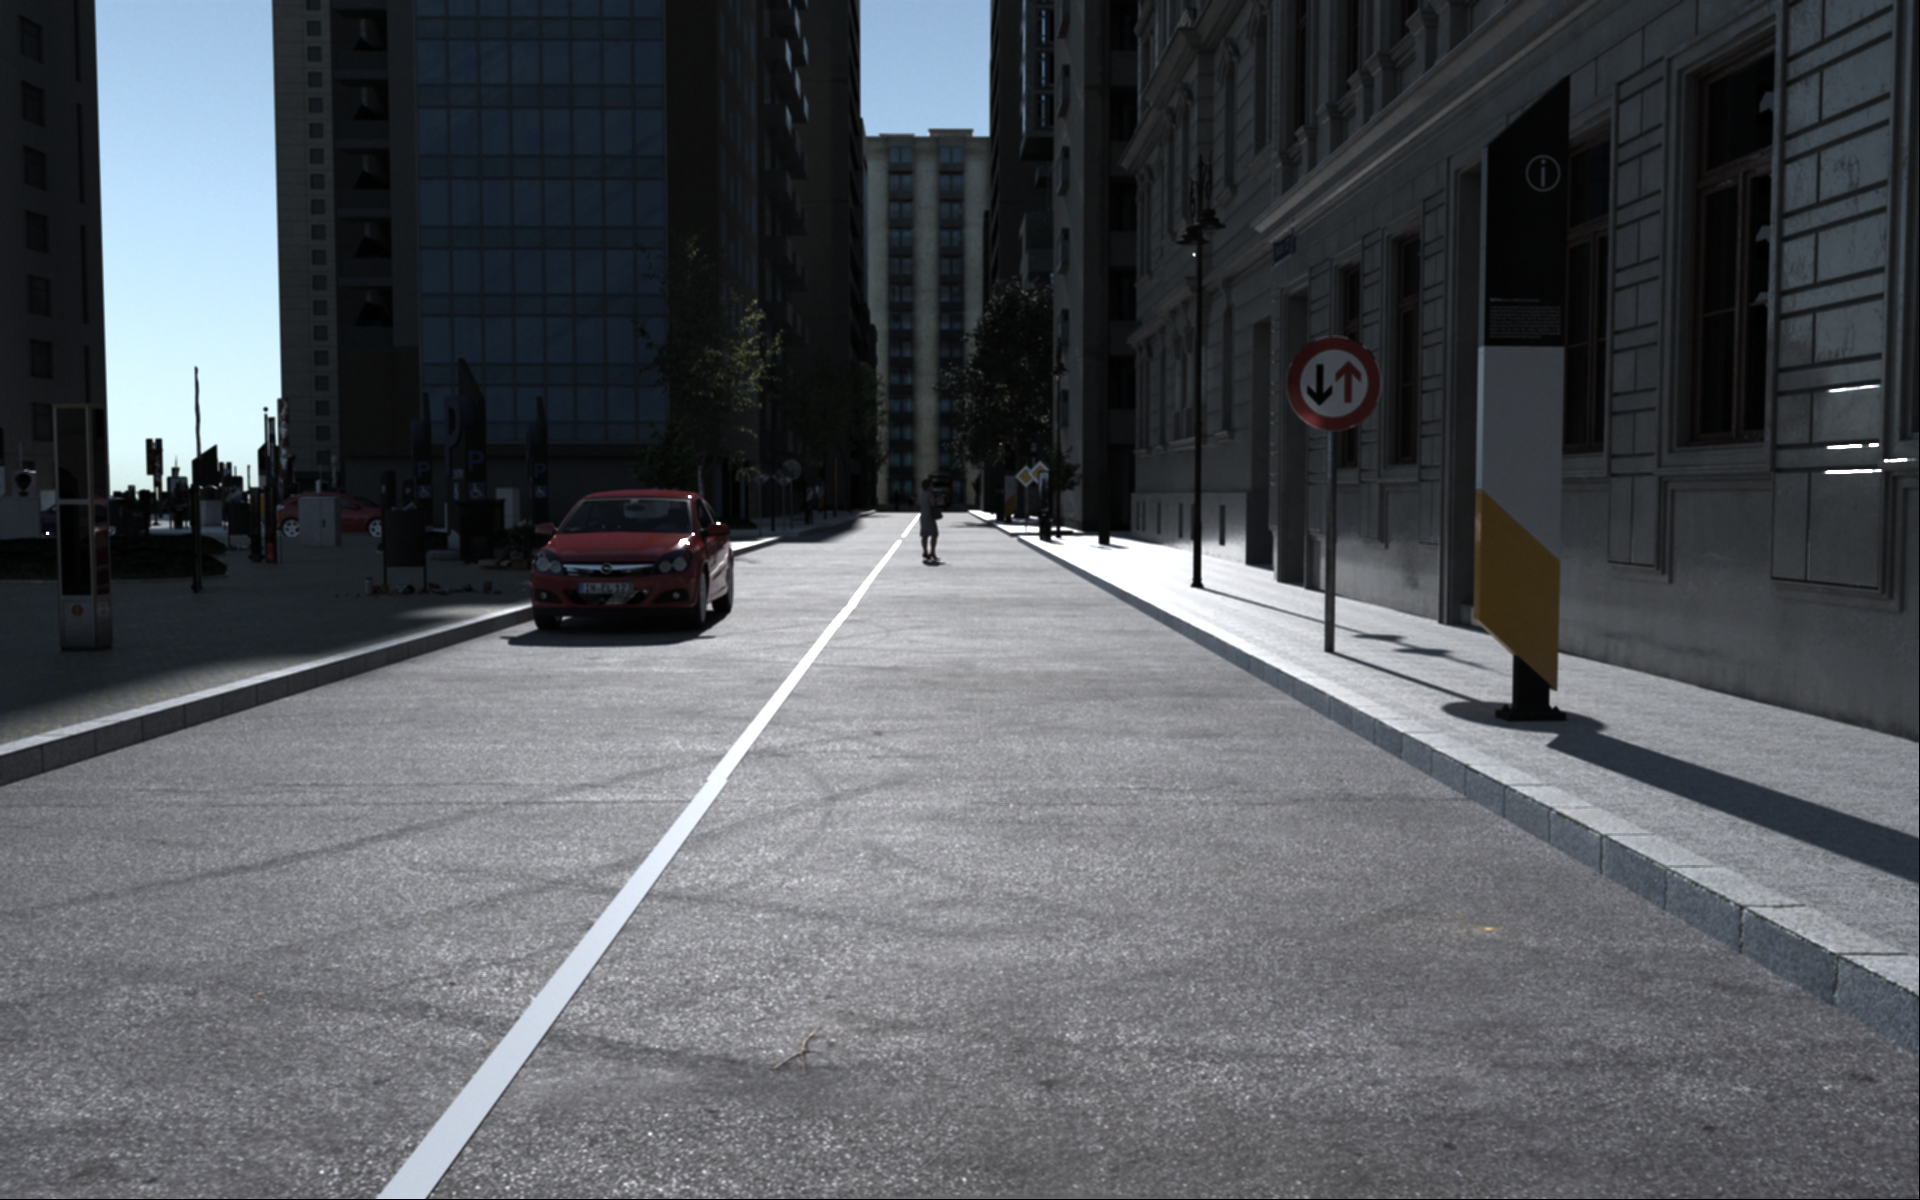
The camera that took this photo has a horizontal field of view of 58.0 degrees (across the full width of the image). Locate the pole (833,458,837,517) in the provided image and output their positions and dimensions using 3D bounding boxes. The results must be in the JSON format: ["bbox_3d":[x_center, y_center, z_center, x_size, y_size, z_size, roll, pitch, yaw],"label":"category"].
[{"bbox_3d":[-7.046,-6.348,97.640,0.158,3.312,0.155,0,3,0],"label":"pole"}]

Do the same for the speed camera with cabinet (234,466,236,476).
[{"bbox_3d":[-51.806,-7.811,122.048,2.038,3.252,0.660,0,4,-4],"label":"speed camera with cabinet"}]

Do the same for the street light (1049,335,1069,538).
[{"bbox_3d":[2.874,-4.750,50.458,0.468,5.910,1.993,0,4,-1],"label":"street light"}]

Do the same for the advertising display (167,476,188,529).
[{"bbox_3d":[-28.885,-3.593,63.961,0.123,1.923,0.974,1,4,14],"label":"advertising display"}]

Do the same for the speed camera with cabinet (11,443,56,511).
[{"bbox_3d":[-35.365,-4.427,66.725,2.038,3.252,0.660,0,4,-1],"label":"speed camera with cabinet"}]

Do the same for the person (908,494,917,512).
[{"bbox_3d":[-3.731,-7.704,137.642,0.799,1.438,0.628,0,4,8],"label":"person"}]

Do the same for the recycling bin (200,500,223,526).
[{"bbox_3d":[-30.239,-3.504,69.847,0.722,1.027,0.722,-3,5,-44],"label":"recycling bin"}]

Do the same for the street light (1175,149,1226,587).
[{"bbox_3d":[3.271,-3.115,23.718,0.468,5.910,1.993,0,4,-1],"label":"street light"}]

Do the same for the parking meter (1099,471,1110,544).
[{"bbox_3d":[3.696,-2.362,44.336,0.255,1.863,0.399,1,4,11],"label":"parking meter"}]

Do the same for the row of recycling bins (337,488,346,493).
[{"bbox_3d":[-39.374,-6.361,111.122,1.069,1.692,3.534,-1,4,-11],"label":"row of recycling bins"}]

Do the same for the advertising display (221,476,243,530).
[{"bbox_3d":[-26.027,-3.472,61.982,0.123,1.923,0.974,1,4,17],"label":"advertising display"}]

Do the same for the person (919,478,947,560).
[{"bbox_3d":[-0.564,-1.762,37.660,0.532,1.782,0.716,-2,4,-30],"label":"person"}]

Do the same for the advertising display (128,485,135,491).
[{"bbox_3d":[-60.396,-7.408,126.328,0.123,1.923,0.974,0,4,-4],"label":"advertising display"}]

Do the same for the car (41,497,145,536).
[{"bbox_3d":[-28.509,-2.657,56.016,3.894,1.354,1.945,0,4,-2],"label":"car"}]

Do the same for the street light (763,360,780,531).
[{"bbox_3d":[-6.481,-5.324,59.842,0.468,5.910,1.993,0,4,-1],"label":"street light"}]

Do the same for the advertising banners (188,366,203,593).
[{"bbox_3d":[-10.255,-1.656,23.256,0.090,3.025,2.074,-1,4,-20],"label":"advertising banners"}]

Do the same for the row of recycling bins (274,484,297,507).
[{"bbox_3d":[-28.038,-3.957,71.815,1.069,1.692,3.534,-1,4,-17],"label":"row of recycling bins"}]

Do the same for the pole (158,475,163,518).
[{"bbox_3d":[-42.988,-6.068,93.047,0.158,3.312,0.155,0,3,0],"label":"pole"}]

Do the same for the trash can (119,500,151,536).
[{"bbox_3d":[-20.935,-1.978,43.988,0.748,1.137,0.748,0,3,0],"label":"trash can"}]

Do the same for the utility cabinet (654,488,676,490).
[{"bbox_3d":[-10.235,-3.155,60.266,1.173,1.500,0.318,3,5,40],"label":"utility cabinet"}]

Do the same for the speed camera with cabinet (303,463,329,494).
[{"bbox_3d":[-41.614,-7.159,111.385,0.660,3.252,2.038,3,5,40],"label":"speed camera with cabinet"}]

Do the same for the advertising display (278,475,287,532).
[{"bbox_3d":[-22.997,-3.278,58.813,0.123,1.923,0.974,-2,4,-31],"label":"advertising display"}]

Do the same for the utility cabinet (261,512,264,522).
[{"bbox_3d":[-32.042,-4.191,79.689,0.306,1.237,1.020,2,4,30],"label":"utility cabinet"}]

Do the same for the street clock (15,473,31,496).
[{"bbox_3d":[-32.470,-3.395,60.075,0.471,2.002,0.358,-2,4,-34],"label":"street clock"}]

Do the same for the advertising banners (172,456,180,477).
[{"bbox_3d":[-35.247,-5.007,78.055,0.090,3.025,2.074,-2,4,-27],"label":"advertising banners"}]

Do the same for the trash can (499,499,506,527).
[{"bbox_3d":[-13.864,-2.438,51.518,0.748,1.137,0.748,0,3,0],"label":"trash can"}]

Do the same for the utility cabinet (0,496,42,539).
[{"bbox_3d":[-24.604,-2.086,45.271,1.020,1.237,0.306,-1,4,-23],"label":"utility cabinet"}]

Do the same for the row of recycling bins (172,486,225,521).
[{"bbox_3d":[-36.928,-4.728,84.420,3.534,1.692,1.069,1,4,20],"label":"row of recycling bins"}]

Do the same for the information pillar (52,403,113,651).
[{"bbox_3d":[-7.194,-0.594,14.210,0.304,2.012,0.304,0,4,-2],"label":"information pillar"}]

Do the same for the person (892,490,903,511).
[{"bbox_3d":[-5.406,-8.585,148.879,0.705,1.822,1.348,3,5,41],"label":"person"}]

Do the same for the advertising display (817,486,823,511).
[{"bbox_3d":[-10.645,-7.756,132.029,0.974,1.923,0.123,3,5,39],"label":"advertising display"}]

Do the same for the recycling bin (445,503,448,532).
[{"bbox_3d":[-14.147,-2.221,48.861,0.722,1.027,0.722,-1,4,-16],"label":"recycling bin"}]

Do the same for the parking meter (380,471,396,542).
[{"bbox_3d":[-14.341,-2.309,43.459,0.255,1.863,0.399,-3,5,-44],"label":"parking meter"}]

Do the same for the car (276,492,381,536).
[{"bbox_3d":[-19.758,-2.860,55.799,4.494,1.783,2.155,0,4,1],"label":"car"}]

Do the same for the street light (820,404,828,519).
[{"bbox_3d":[-6.863,-7.047,88.004,0.468,5.910,1.993,0,4,-1],"label":"street light"}]

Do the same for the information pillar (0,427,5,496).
[{"bbox_3d":[-28.616,-3.670,51.362,0.183,3.616,0.504,3,5,44],"label":"information pillar"}]

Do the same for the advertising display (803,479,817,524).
[{"bbox_3d":[-6.417,-4.173,73.439,0.123,1.923,0.974,1,4,16],"label":"advertising display"}]

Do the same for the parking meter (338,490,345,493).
[{"bbox_3d":[-35.299,-5.535,98.905,0.372,1.533,0.369,0,3,0],"label":"parking meter"}]

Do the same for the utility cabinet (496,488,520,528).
[{"bbox_3d":[-16.514,-3.343,63.332,0.318,1.500,1.173,-3,5,-45],"label":"utility cabinet"}]

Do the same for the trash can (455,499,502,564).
[{"bbox_3d":[-8.879,-1.233,31.806,0.748,1.137,0.748,0,3,0],"label":"trash can"}]

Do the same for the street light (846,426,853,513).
[{"bbox_3d":[-7.302,-8.725,115.446,0.468,5.910,1.993,0,4,-1],"label":"street light"}]

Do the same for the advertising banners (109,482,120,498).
[{"bbox_3d":[-48.614,-6.346,99.947,0.090,3.025,2.074,2,4,28],"label":"advertising banners"}]

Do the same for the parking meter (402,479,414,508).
[{"bbox_3d":[-20.286,-3.547,63.708,0.399,1.863,0.255,-1,4,-10],"label":"parking meter"}]

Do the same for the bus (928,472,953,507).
[{"bbox_3d":[-2.216,-12.208,191.143,2.896,3.916,12.252,0,4,0],"label":"bus"}]

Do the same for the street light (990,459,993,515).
[{"bbox_3d":[1.975,-8.211,107.031,0.468,5.910,1.993,0,4,-1],"label":"street light"}]

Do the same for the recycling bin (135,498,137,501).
[{"bbox_3d":[-54.067,-6.123,112.658,0.722,1.027,0.722,2,4,26],"label":"recycling bin"}]

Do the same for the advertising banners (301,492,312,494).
[{"bbox_3d":[-40.318,-6.706,105.823,2.074,3.025,0.090,2,4,25],"label":"advertising banners"}]

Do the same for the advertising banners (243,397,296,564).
[{"bbox_3d":[-12.829,-2.199,32.147,0.090,3.025,2.074,-3,5,-42],"label":"advertising banners"}]

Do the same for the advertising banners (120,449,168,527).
[{"bbox_3d":[-31.307,-4.298,66.454,0.090,3.025,2.074,1,4,18],"label":"advertising banners"}]

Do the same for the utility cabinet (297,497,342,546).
[{"bbox_3d":[-15.972,-1.959,43.196,1.020,1.237,0.306,1,4,11],"label":"utility cabinet"}]

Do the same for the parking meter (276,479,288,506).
[{"bbox_3d":[-26.244,-3.753,67.071,0.399,1.863,0.255,0,4,1],"label":"parking meter"}]

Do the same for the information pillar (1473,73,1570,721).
[{"bbox_3d":[3.171,-1.126,9.757,0.504,3.616,0.183,0,4,-6],"label":"information pillar"}]

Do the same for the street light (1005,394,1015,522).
[{"bbox_3d":[2.337,-6.575,80.291,0.468,5.910,1.993,0,4,-1],"label":"street light"}]

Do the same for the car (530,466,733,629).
[{"bbox_3d":[-3.642,-0.652,19.697,2.155,1.783,4.494,0,4,-1],"label":"car"}]

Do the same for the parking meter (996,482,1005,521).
[{"bbox_3d":[1.921,-4.699,82.540,0.255,1.863,0.399,3,5,41],"label":"parking meter"}]

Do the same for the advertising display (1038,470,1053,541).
[{"bbox_3d":[2.352,-2.600,47.719,0.123,1.923,0.974,-1,4,-15],"label":"advertising display"}]
